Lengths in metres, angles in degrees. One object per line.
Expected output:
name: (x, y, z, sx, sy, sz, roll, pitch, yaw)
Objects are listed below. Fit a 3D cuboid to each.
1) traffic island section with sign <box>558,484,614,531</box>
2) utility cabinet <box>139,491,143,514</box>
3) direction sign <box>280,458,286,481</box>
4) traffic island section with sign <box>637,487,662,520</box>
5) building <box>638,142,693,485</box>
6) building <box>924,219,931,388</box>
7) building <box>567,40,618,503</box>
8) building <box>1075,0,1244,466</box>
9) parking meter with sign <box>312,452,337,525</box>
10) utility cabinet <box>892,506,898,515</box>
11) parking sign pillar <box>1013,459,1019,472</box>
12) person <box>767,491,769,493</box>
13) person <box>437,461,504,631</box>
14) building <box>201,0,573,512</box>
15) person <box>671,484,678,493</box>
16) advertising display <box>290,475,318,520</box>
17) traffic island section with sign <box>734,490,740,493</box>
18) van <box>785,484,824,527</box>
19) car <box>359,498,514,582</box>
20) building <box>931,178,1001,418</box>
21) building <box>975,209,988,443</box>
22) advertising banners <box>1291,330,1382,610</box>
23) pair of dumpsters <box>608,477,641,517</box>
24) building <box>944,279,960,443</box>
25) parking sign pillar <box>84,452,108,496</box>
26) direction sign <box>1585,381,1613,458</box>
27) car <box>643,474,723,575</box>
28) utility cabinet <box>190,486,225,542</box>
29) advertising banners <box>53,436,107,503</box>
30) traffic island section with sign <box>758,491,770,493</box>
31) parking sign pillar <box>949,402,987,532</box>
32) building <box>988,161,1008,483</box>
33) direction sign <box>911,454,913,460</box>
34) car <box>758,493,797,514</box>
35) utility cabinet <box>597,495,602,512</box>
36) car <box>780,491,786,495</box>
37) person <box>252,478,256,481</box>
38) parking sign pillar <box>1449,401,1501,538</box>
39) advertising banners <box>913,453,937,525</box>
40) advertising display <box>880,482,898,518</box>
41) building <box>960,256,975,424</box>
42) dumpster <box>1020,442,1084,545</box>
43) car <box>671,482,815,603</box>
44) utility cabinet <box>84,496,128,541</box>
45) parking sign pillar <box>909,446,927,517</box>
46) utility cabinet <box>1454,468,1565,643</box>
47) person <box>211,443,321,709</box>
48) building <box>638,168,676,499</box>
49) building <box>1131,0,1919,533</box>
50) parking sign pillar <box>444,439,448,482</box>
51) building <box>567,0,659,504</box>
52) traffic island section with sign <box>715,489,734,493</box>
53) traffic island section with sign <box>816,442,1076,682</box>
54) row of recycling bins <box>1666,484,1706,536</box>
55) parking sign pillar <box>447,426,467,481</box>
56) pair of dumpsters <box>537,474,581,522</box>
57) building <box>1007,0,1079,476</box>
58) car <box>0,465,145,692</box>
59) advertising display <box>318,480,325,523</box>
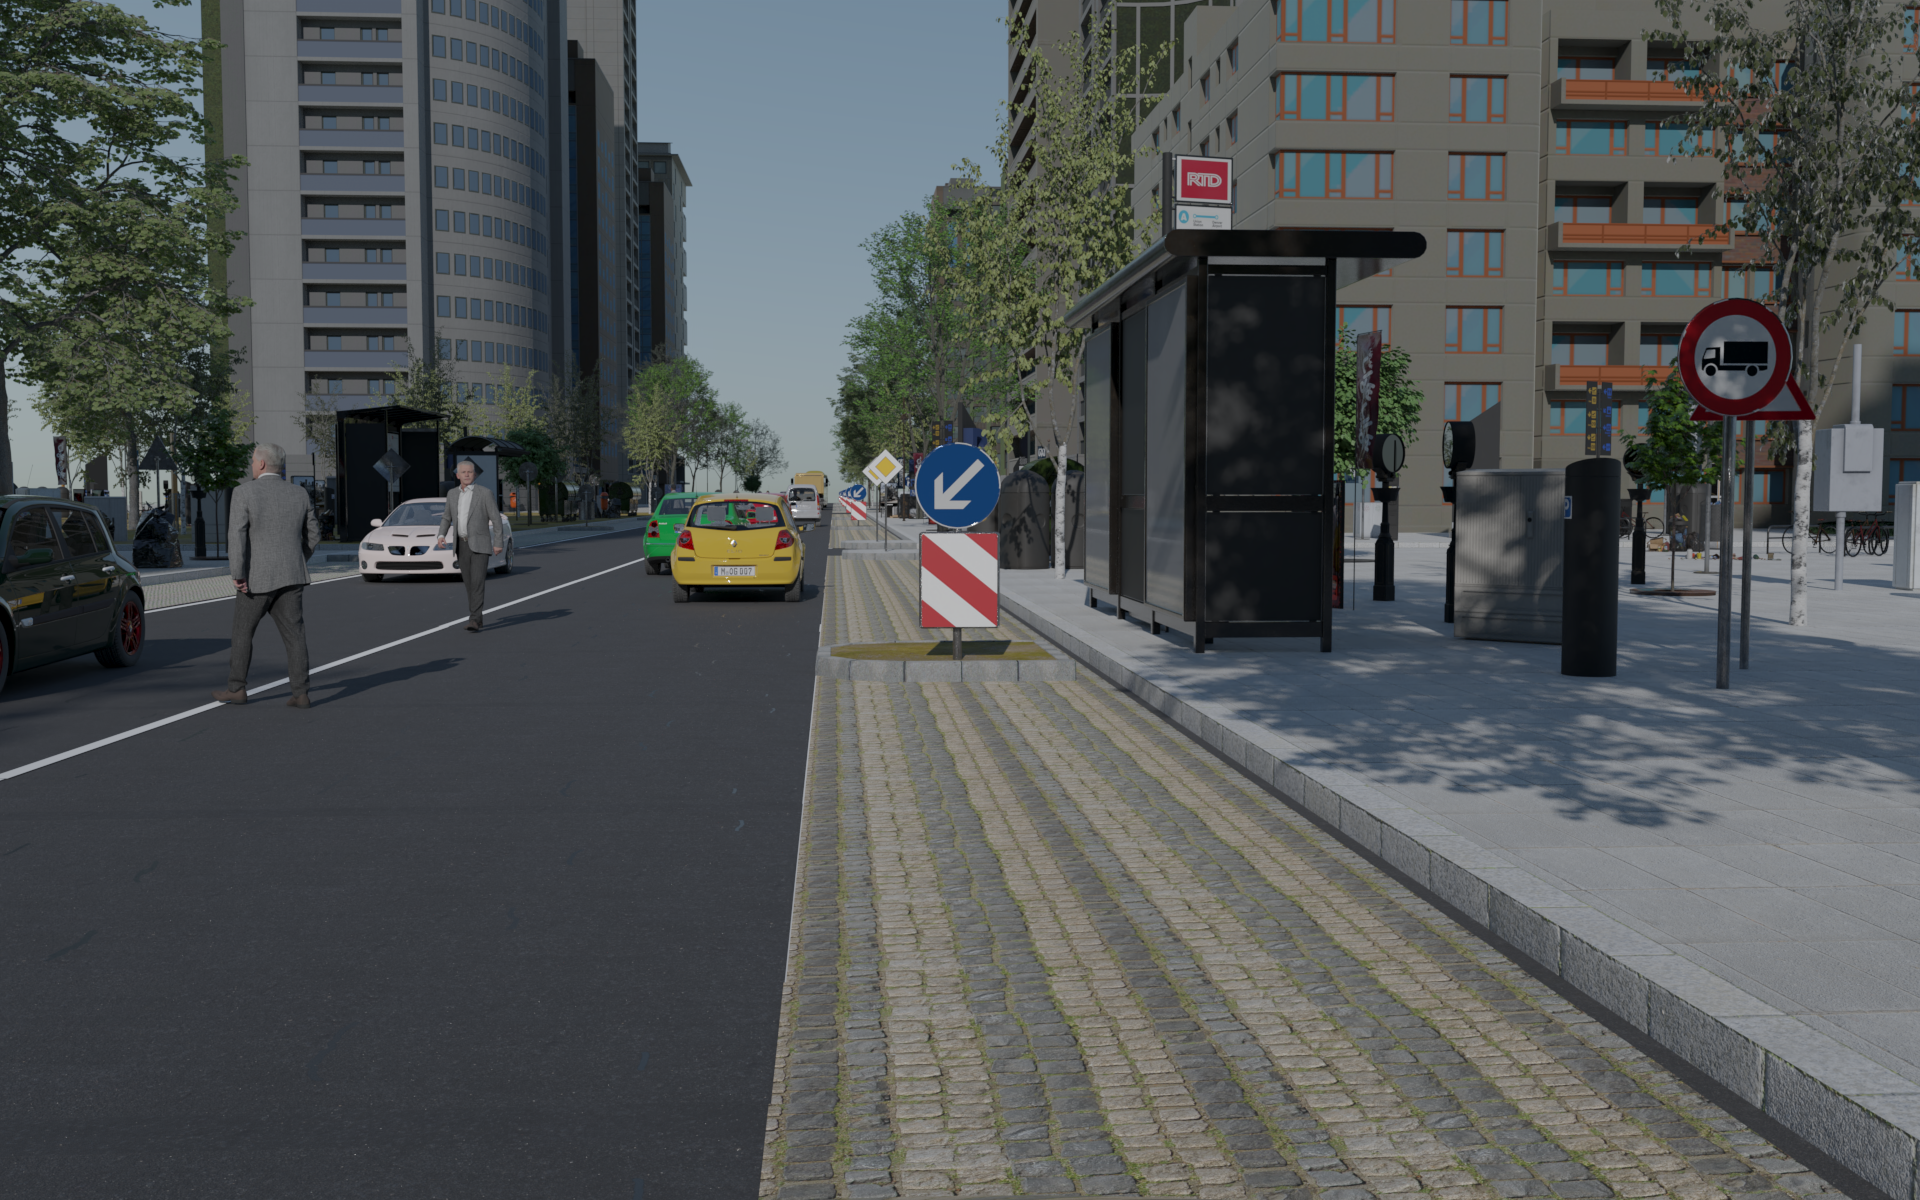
traffic island section with sign: (-14.633, -3.622, 67.853, 1.989, 1.847, 2.006, 0, 4, -4)
utility cabinet: (-51.966, -6.180, 109.722, 0.318, 1.500, 1.173, -1, 4, -23)
direction sign: (-39.805, -6.691, 101.397, 0.379, 3.537, 0.876, 2, 4, 26)
traffic island section with sign: (-16.574, -5.267, 94.738, 1.989, 1.847, 2.006, 0, 4, -4)
building: (-55.619, -41.135, 261.789, 28.713, 52.752, 27.495, 0, 4, -4)
building: (5.882, -37.469, 267.235, 22.147, 44.769, 28.867, 0, 4, -4)
building: (-42.642, -32.112, 175.146, 14.600, 45.320, 14.200, 0, 4, -4)
building: (16.895, -41.050, 109.420, 20.563, 71.187, 20.611, 0, 4, -4)
parking meter with sign: (-26.189, -4.672, 72.642, 1.738, 3.016, 0.543, -1, 4, -15)
utility cabinet: (-3.567, -5.726, 104.786, 1.020, 1.237, 0.306, 0, 4, 3)
parking sign pillar: (4.124, -8.042, 119.966, 1.447, 3.967, 1.447, -1, 4, -22)
person: (-16.970, -8.758, 152.370, 1.217, 1.739, 0.721, 2, 4, 32)
person: (-5.138, -0.563, 18.110, 0.661, 1.777, 0.834, 0, 4, 1)
building: (-42.607, -36.095, 132.158, 21.231, 58.520, 28.212, 0, 4, -4)
person: (-10.293, -3.277, 62.357, 0.678, 1.792, 0.850, -2, 4, -35)
advertising display: (-22.831, -3.363, 60.196, 0.123, 1.923, 0.974, 2, 4, 27)
traffic island section with sign: (-22.220, -10.029, 172.598, 1.989, 1.847, 2.006, 0, 4, -4)
van: (-7.033, -4.286, 77.096, 2.013, 2.044, 4.112, 0, 4, -5)
car: (-8.930, -1.068, 29.828, 2.083, 1.381, 4.827, 0, 4, -4)
building: (3.154, -36.398, 245.217, 14.600, 45.320, 14.200, 0, 4, -4)
building: (9.364, -24.154, 166.611, 14.160, 30.474, 14.107, 0, 4, -4)
advertising banners: (4.193, -1.426, 19.508, 0.090, 3.025, 2.074, -1, 4, -16)
pair of dumpsters: (-19.403, -5.963, 99.994, 1.574, 2.255, 4.437, 0, 4, -4)
building: (4.774, -28.106, 231.235, 14.160, 30.474, 14.107, 0, 4, -4)
parking sign pillar: (-53.397, -7.251, 107.025, 1.447, 3.967, 1.447, 3, 5, 42)
direction sign: (12.881, -2.629, 34.980, 0.876, 3.537, 0.379, -3, 4, -37)
car: (-4.767, -1.425, 32.092, 1.959, 1.807, 4.718, 0, 4, -3)
utility cabinet: (-19.562, -2.254, 45.530, 1.173, 1.500, 0.318, 0, 4, 2)
advertising banners: (-26.382, -3.408, 51.914, 2.074, 3.025, 0.090, 1, 4, 22)
traffic island section with sign: (-26.170, -13.363, 227.105, 1.989, 1.847, 2.006, 0, 4, -4)
parking sign pillar: (0.389, -3.846, 51.357, 1.447, 3.967, 1.447, 2, 4, 24)
building: (10.363, -23.294, 152.565, 14.160, 30.474, 14.107, 0, 4, -4)
direction sign: (-2.521, -6.512, 98.469, 0.379, 3.537, 0.876, -3, 4, -36)
car: (-7.542, -3.637, 68.499, 2.155, 1.783, 4.494, 0, 4, -6)
utility cabinet: (-19.723, -5.110, 94.708, 0.306, 1.237, 1.020, -1, 4, -12)
car: (-23.497, -13.741, 233.343, 2.281, 1.827, 5.304, 0, 4, -2)
person: (-12.338, -1.301, 30.525, 0.760, 1.731, 0.466, 2, 4, 28)
parking sign pillar: (15.014, -3.788, 50.408, 1.447, 3.967, 1.447, 1, 4, 15)
advertising banners: (-1.096, -4.680, 72.712, 2.074, 3.025, 0.090, 2, 4, 31)
advertising display: (-3.853, -5.432, 94.030, 0.974, 1.923, 0.123, 0, 4, -8)
building: (7.875, -25.023, 180.833, 14.160, 30.474, 14.107, 0, 4, -4)
dumpster: (1.786, -1.869, 33.045, 1.502, 2.255, 1.985, 0, 4, -4)
car: (-3.051, -0.861, 24.294, 2.015, 1.641, 3.980, 0, 4, -4)
utility cabinet: (-23.214, -2.196, 47.073, 1.020, 1.237, 0.306, -1, 4, -20)
parking sign pillar: (-2.603, -6.649, 97.180, 1.447, 3.967, 1.447, 0, 4, 0)
utility cabinet: (4.886, -0.384, 14.963, 1.173, 1.500, 0.318, 3, 5, 42)
person: (-4.717, -0.173, 11.734, 0.834, 1.777, 0.661, 2, 4, 32)
building: (-47.298, -36.148, 241.127, 14.600, 45.320, 14.200, 0, 4, -4)
building: (23.666, -13.831, 71.170, 28.899, 21.520, 27.650, 0, 4, -4)
parking sign pillar: (-24.914, -5.934, 85.490, 1.447, 3.967, 1.447, 1, 4, 16)
building: (-49.864, -47.963, 222.451, 20.563, 71.187, 20.611, 0, 4, -4)
traffic island section with sign: (-20.272, -8.384, 145.713, 1.989, 1.847, 2.006, 0, 4, -4)
traffic island section with sign: (-0.175, -0.332, 14.062, 1.989, 1.847, 2.006, 0, 4, -4)
row of recycling bins: (22.966, -2.919, 54.833, 1.069, 1.692, 3.534, 1, 4, 12)
parking sign pillar: (-19.751, -4.970, 69.729, 1.447, 3.967, 1.447, -1, 4, -16)
pair of dumpsters: (-18.653, -4.769, 80.471, 1.574, 2.255, 4.437, 0, 4, -4)
building: (15.364, -31.238, 134.450, 21.300, 48.544, 21.600, 0, 4, -4)
car: (-7.582, -0.192, 12.922, 2.009, 1.686, 4.222, 0, 4, -5)
advertising display: (-29.068, -4.450, 77.966, 0.974, 1.923, 0.123, -2, 4, -32)
